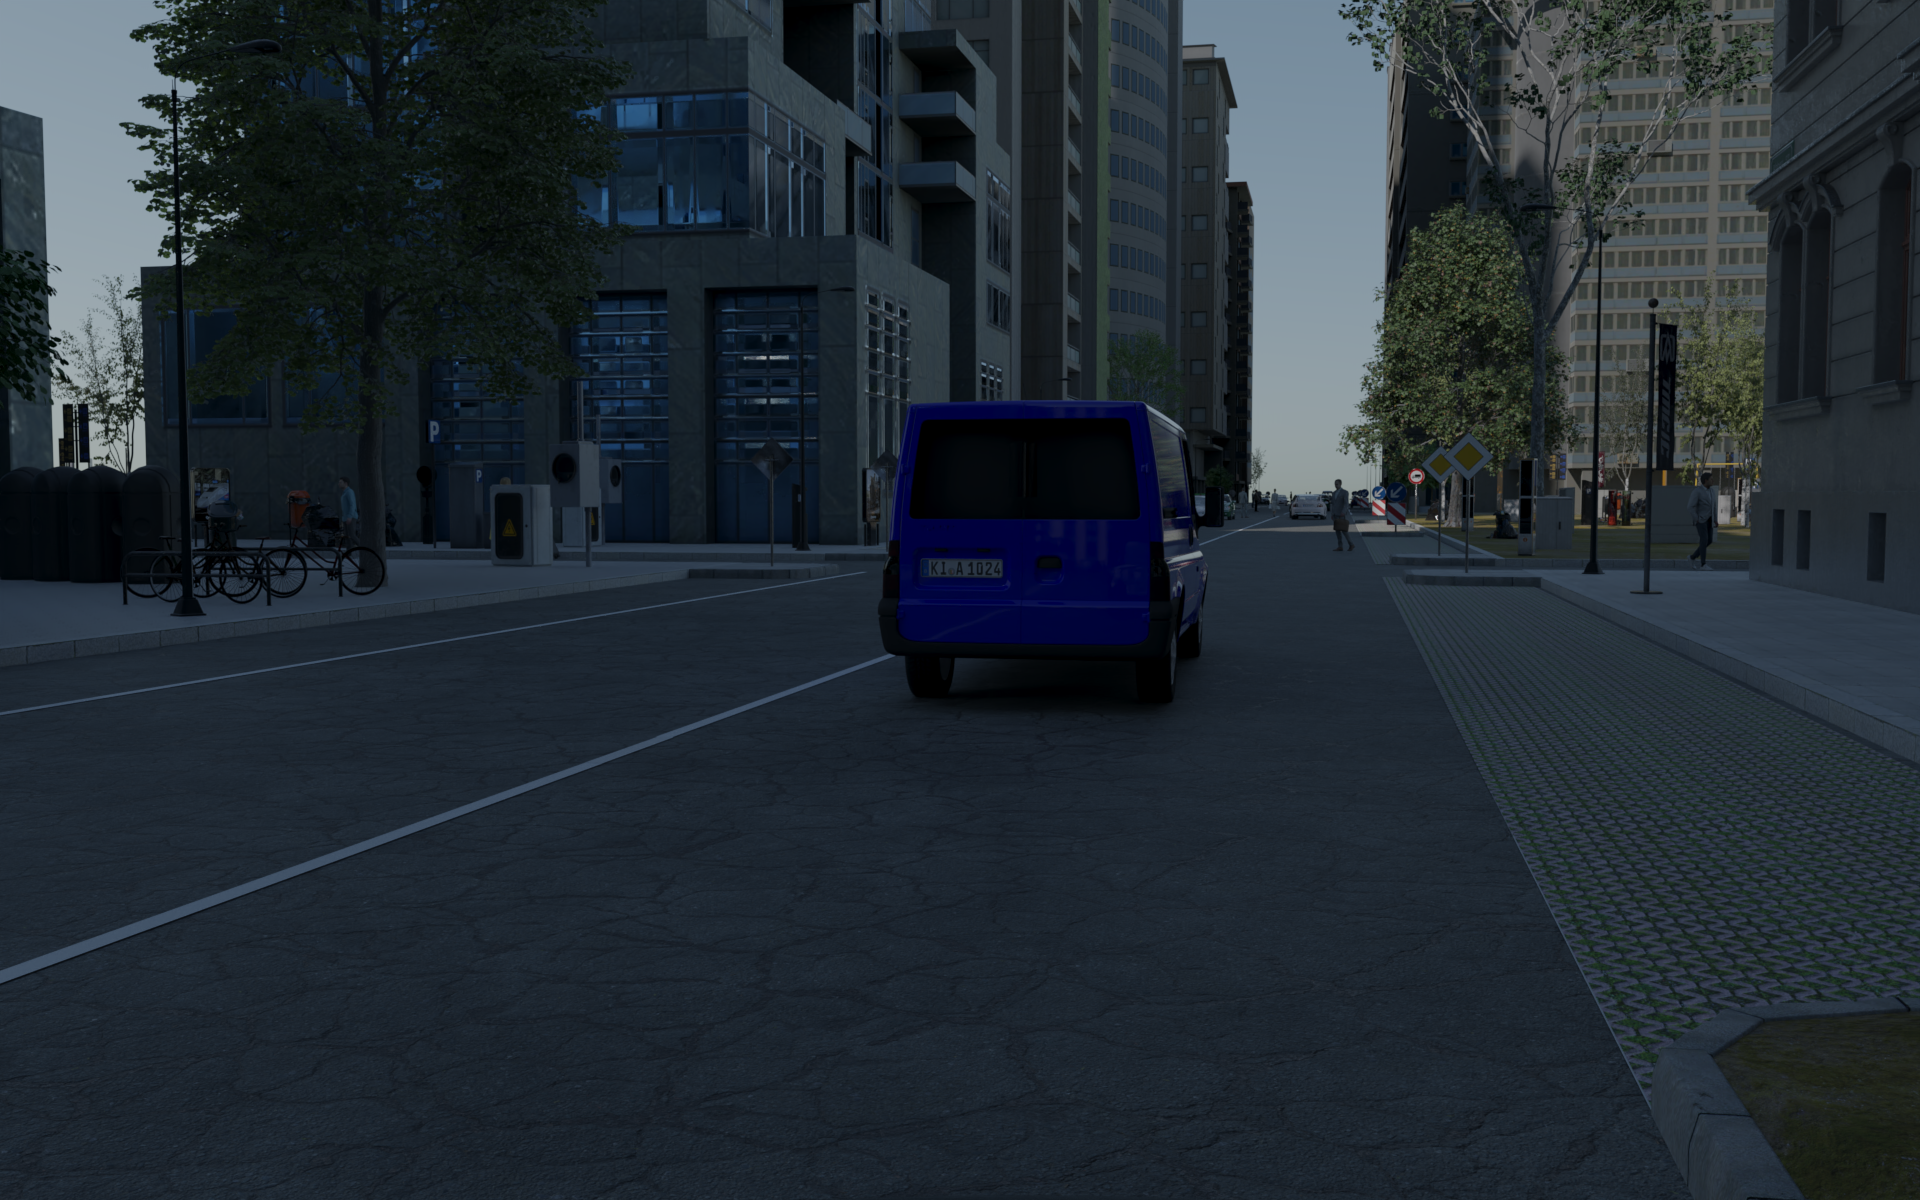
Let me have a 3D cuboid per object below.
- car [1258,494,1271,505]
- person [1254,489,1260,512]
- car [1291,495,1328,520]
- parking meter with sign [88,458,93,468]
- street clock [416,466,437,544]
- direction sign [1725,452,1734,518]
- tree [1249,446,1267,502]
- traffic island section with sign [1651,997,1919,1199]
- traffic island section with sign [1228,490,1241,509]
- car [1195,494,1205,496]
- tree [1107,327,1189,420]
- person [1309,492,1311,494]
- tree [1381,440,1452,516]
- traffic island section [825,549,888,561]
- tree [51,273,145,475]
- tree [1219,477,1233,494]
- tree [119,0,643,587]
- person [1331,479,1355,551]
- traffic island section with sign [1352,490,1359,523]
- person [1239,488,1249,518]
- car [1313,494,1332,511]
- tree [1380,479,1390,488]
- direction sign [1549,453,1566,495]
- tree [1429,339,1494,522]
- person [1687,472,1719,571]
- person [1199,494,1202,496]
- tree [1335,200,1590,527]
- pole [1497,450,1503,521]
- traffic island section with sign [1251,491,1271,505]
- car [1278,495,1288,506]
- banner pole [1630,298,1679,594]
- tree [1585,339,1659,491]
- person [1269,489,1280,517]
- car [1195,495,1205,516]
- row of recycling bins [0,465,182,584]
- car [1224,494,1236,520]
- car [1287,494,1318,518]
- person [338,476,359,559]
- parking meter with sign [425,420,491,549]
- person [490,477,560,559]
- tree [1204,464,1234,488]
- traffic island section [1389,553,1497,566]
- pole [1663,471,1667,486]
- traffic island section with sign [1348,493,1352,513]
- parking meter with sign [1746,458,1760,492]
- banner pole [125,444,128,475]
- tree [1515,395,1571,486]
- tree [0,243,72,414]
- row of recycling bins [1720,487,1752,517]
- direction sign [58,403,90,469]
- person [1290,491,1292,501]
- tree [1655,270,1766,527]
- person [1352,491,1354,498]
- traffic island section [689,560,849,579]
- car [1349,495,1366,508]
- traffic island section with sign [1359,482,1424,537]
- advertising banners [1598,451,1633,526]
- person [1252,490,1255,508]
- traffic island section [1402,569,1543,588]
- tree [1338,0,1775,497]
[{"bbox_3d":[38.766,-12.954,221.586,2.009,1.686,4.222,1,4,13],"label":"car"},{"bbox_3d":[24.156,-8.105,141.028,0.705,1.823,1.348,0,4,-8],"label":"person"},{"bbox_3d":[19.808,-5.252,98.229,2.083,1.381,4.827,1,4,14],"label":"car"},{"bbox_3d":[-41.610,-5.410,84.720,1.738,3.016,0.543,-1,4,-14],"label":"parking meter with sign"},{"bbox_3d":[-13.604,-2.426,44.230,0.471,2.002,0.358,1,4,17],"label":"street clock"},{"bbox_3d":[41.300,-6.179,93.024,0.876,3.537,0.379,-3,5,-41],"label":"direction sign"},{"bbox_3d":[45.589,-19.439,268.183,4.737,8.622,4.395,0,3,0],"label":"tree"},{"bbox_3d":[2.478,0.324,3.324,1.989,1.847,2.006,1,4,12],"label":"traffic island section with sign"},{"bbox_3d":[25.519,-9.391,162.174,1.989,1.847,2.006,1,4,12],"label":"traffic island section with sign"},{"bbox_3d":[17.162,-6.996,123.188,1.959,1.807,4.718,1,4,10],"label":"car"},{"bbox_3d":[10.525,-11.113,107.451,9.928,11.665,9.643,0,3,0],"label":"tree"},{"bbox_3d":[42.594,-12.294,210.223,0.721,1.743,1.217,-1,4,-22],"label":"person"},{"bbox_3d":[28.654,-7.790,111.084,4.285,4.588,4.351,0,3,0],"label":"tree"},{"bbox_3d":[-1.641,-0.993,38.521,2.009,0.180,2.903,1,4,12],"label":"traffic island section"},{"bbox_3d":[-27.332,-6.480,56.315,4.360,8.622,3.978,0,3,0],"label":"tree"},{"bbox_3d":[27.621,-11.488,182.430,1.663,3.219,1.824,0,3,0],"label":"tree"},{"bbox_3d":[-7.942,-6.477,24.026,7.486,12.596,7.792,0,3,0],"label":"tree"},{"bbox_3d":[9.560,-2.140,43.602,0.853,1.813,0.709,-2,4,-35],"label":"person"},{"bbox_3d":[20.357,-4.655,84.743,1.989,1.847,2.006,1,4,12],"label":"traffic island section with sign"},{"bbox_3d":[17.178,-5.893,104.953,0.635,1.810,0.391,2,4,34],"label":"person"},{"bbox_3d":[30.212,-8.186,145.635,2.131,1.459,4.920,1,4,12],"label":"car"},{"bbox_3d":[47.192,-12.032,191.326,1.663,3.219,1.824,0,3,0],"label":"tree"},{"bbox_3d":[33.231,-6.382,96.349,0.876,3.537,0.379,2,4,29],"label":"direction sign"},{"bbox_3d":[22.233,-7.849,78.694,4.737,8.622,4.395,0,3,0],"label":"tree"},{"bbox_3d":[13.927,-1.482,32.577,0.661,1.843,0.795,-2,4,-23],"label":"person"},{"bbox_3d":[16.233,-6.468,117.467,0.599,1.433,0.991,2,4,33],"label":"person"},{"bbox_3d":[19.585,-9.214,67.658,9.611,12.733,9.660,0,3,0],"label":"tree"},{"bbox_3d":[22.637,-4.818,72.616,0.158,3.312,0.155,0,3,0],"label":"pole"},{"bbox_3d":[37.541,-12.738,216.892,1.989,1.847,2.006,1,4,12],"label":"traffic island section with sign"},{"bbox_3d":[39.622,-12.349,214.262,2.083,1.381,4.827,1,4,12],"label":"car"},{"bbox_3d":[9.029,-1.979,22.370,0.863,3.779,0.401,-3,5,-40],"label":"banner pole"},{"bbox_3d":[32.049,-8.124,83.191,4.360,8.622,3.978,0,3,0],"label":"tree"},{"bbox_3d":[19.618,-6.074,108.165,0.694,1.780,0.624,3,5,40],"label":"person"},{"bbox_3d":[10.670,-4.083,79.121,2.083,1.381,4.827,1,4,14],"label":"car"},{"bbox_3d":[-12.836,-1.124,25.492,3.534,1.692,1.069,2,4,27],"label":"row of recycling bins"},{"bbox_3d":[14.395,-5.202,96.854,2.131,1.459,4.920,1,4,13],"label":"car"},{"bbox_3d":[20.711,-5.780,104.294,2.009,1.686,4.222,1,4,11],"label":"car"},{"bbox_3d":[-13.315,-1.800,37.943,0.620,1.820,0.660,-2,4,-35],"label":"person"},{"bbox_3d":[-11.604,-2.717,40.682,1.738,3.016,0.543,1,4,12],"label":"parking meter with sign"},{"bbox_3d":[-9.658,-1.802,38.176,1.509,1.804,0.699,1,4,18],"label":"person"},{"bbox_3d":[27.740,-12.396,186.395,4.285,4.588,4.351,0,3,0],"label":"tree"},{"bbox_3d":[9.973,-0.838,35.975,2.009,0.180,2.903,1,4,12],"label":"traffic island section"},{"bbox_3d":[39.437,-6.306,96.951,0.158,3.312,0.155,0,3,0],"label":"pole"},{"bbox_3d":[31.136,-7.654,133.778,1.989,1.847,2.006,1,4,12],"label":"traffic island section with sign"},{"bbox_3d":[39.207,-5.415,84.800,1.738,3.016,0.543,-2,4,-26],"label":"parking meter with sign"},{"bbox_3d":[-41.487,-5.892,86.352,0.401,3.779,0.863,-3,4,-37],"label":"banner pole"},{"bbox_3d":[33.697,-9.279,102.066,4.360,8.622,3.978,0,3,0],"label":"tree"},{"bbox_3d":[-9.402,-1.883,14.504,4.285,4.588,4.351,0,3,0],"label":"tree"},{"bbox_3d":[43.772,-5.399,95.382,3.534,1.692,1.069,2,4,26],"label":"row of recycling bins"},{"bbox_3d":[-22.133,-3.146,43.439,0.876,3.537,0.379,1,4,23],"label":"direction sign"},{"bbox_3d":[45.706,-14.109,239.275,0.705,1.812,1.348,1,4,16],"label":"person"},{"bbox_3d":[24.995,-6.581,57.963,4.737,8.622,4.395,0,3,0],"label":"tree"},{"bbox_3d":[50.388,-13.039,221.779,0.705,1.812,1.348,2,4,24],"label":"person"},{"bbox_3d":[-3.354,-0.516,30.722,2.009,0.180,2.903,1,4,12],"label":"traffic island section"},{"bbox_3d":[41.052,-10.127,178.154,1.945,1.354,3.894,1,4,12],"label":"car"},{"bbox_3d":[14.541,-3.036,58.262,1.989,1.847,2.006,1,4,12],"label":"traffic island section with sign"},{"bbox_3d":[26.413,-4.514,69.985,0.090,3.025,2.074,-1,4,-23],"label":"advertising banners"},{"bbox_3d":[30.396,-10.452,179.472,0.705,1.814,1.350,0,4,0],"label":"person"},{"bbox_3d":[8.260,-0.361,28.175,2.009,0.180,2.903,1,4,12],"label":"traffic island section"},{"bbox_3d":[17.009,-11.630,46.039,12.611,20.169,13.585,0,3,0],"label":"tree"}]
